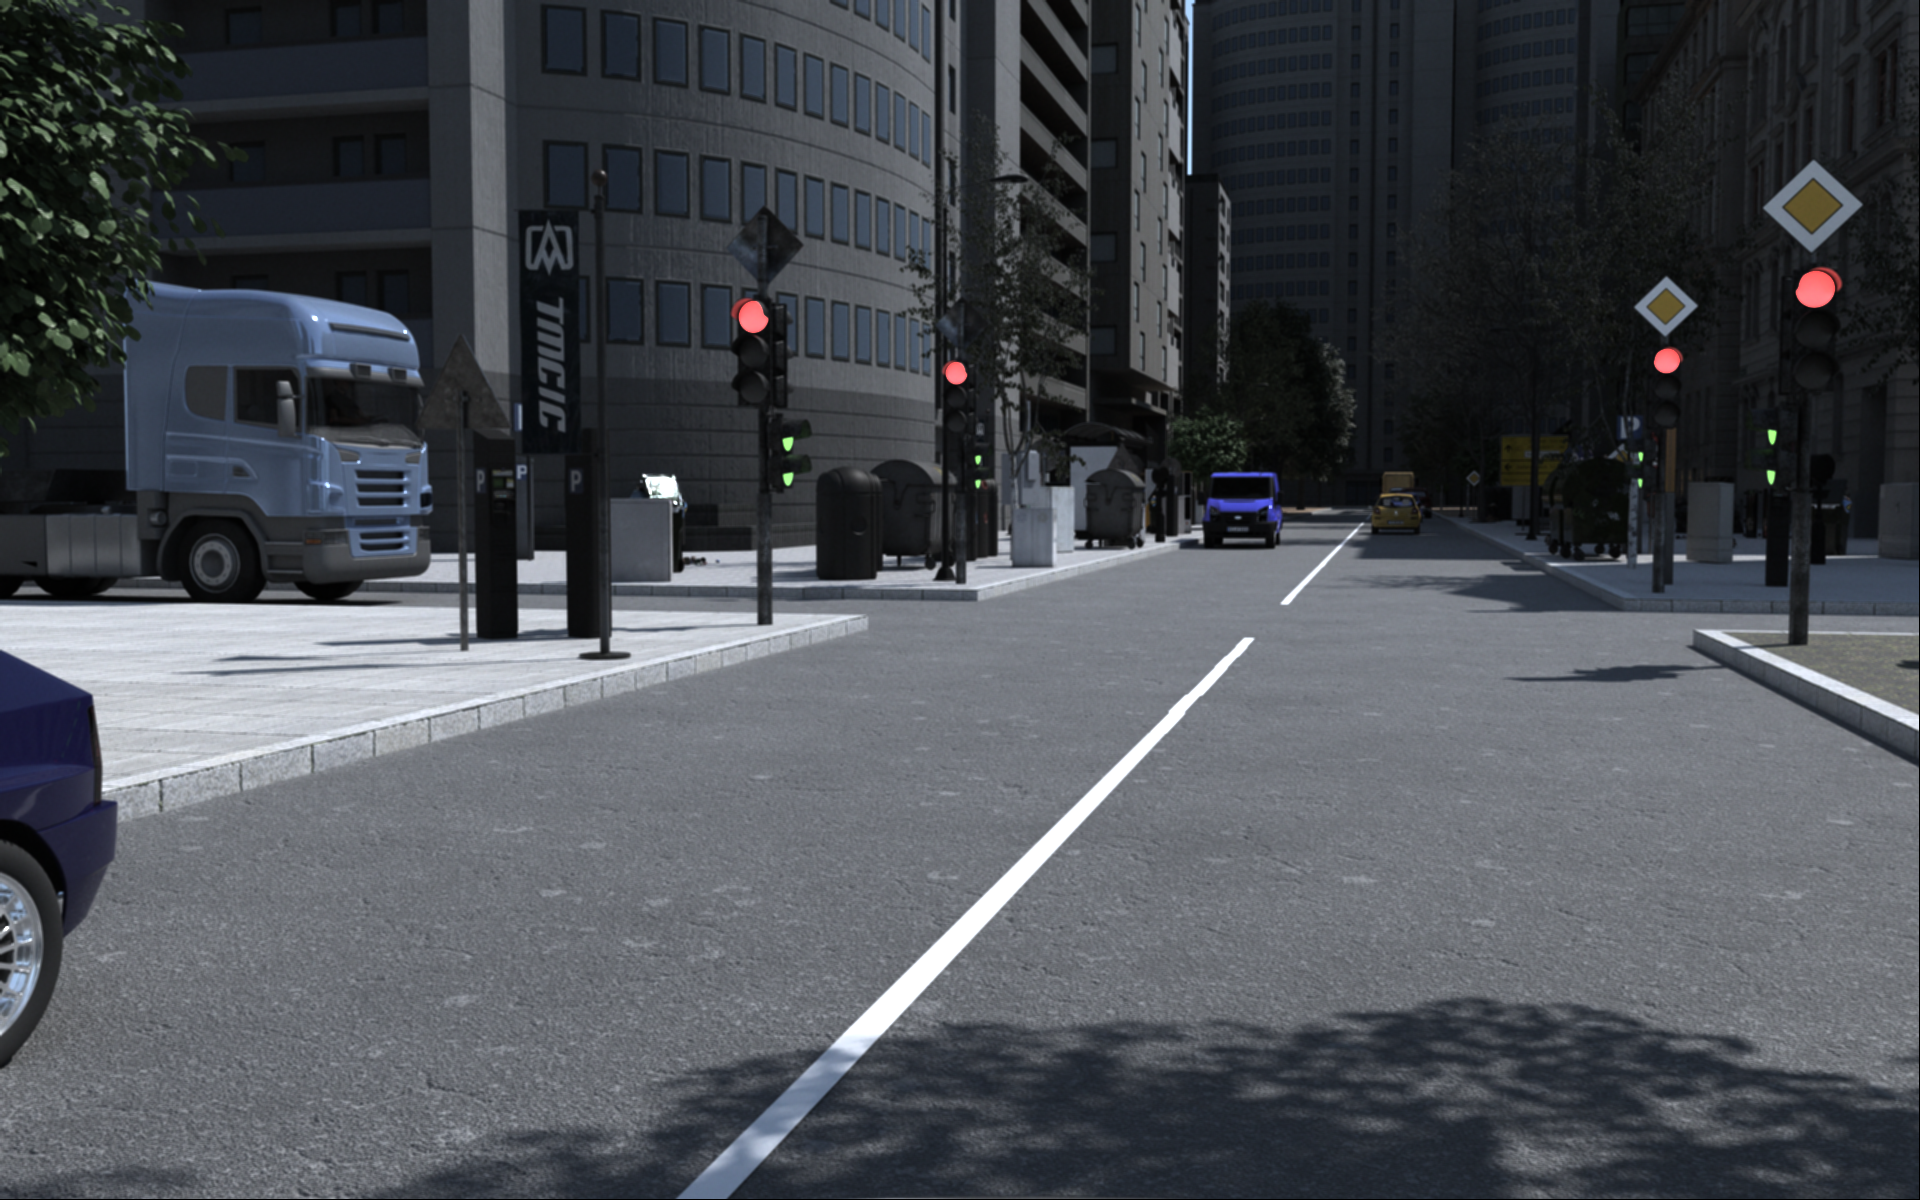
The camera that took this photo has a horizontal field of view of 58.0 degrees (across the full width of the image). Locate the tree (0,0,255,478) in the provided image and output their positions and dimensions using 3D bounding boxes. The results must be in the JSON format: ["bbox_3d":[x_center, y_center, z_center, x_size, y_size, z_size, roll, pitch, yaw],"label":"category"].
[{"bbox_3d":[-5.366,-1.525,8.653,4.285,4.588,4.351,0,3,0],"label":"tree"}]

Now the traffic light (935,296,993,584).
[{"bbox_3d":[0.030,-2.186,24.655,0.839,4.253,0.868,1,4,14],"label":"traffic light"}]

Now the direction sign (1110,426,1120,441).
[{"bbox_3d":[5.165,-4.020,57.726,0.379,3.537,0.876,-1,4,-16],"label":"direction sign"}]

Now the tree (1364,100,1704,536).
[{"bbox_3d":[17.954,-8.781,53.939,12.009,13.543,11.850,0,3,0],"label":"tree"}]

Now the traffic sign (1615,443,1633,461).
[{"bbox_3d":[14.906,-2.314,39.019,0.795,2.450,0.064,1,4,17],"label":"traffic sign"}]

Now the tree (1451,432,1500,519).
[{"bbox_3d":[26.907,-6.448,89.131,4.285,4.588,4.351,0,3,0],"label":"tree"}]

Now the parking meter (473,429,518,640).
[{"bbox_3d":[-4.127,-0.592,15.398,0.255,1.863,0.399,-3,4,-39],"label":"parking meter"}]

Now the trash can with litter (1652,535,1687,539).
[{"bbox_3d":[20.957,-2.357,49.594,2.233,1.210,1.678,1,4,20],"label":"trash can with litter"}]

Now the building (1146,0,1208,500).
[{"bbox_3d":[9.349,-42.782,137.744,20.563,71.187,20.611,1,4,14],"label":"building"}]

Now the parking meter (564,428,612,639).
[{"bbox_3d":[-3.331,-0.599,15.502,0.399,1.863,0.255,3,5,44],"label":"parking meter"}]

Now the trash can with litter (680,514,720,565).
[{"bbox_3d":[-5.237,-1.278,31.947,1.678,1.210,2.233,-1,4,-20],"label":"trash can with litter"}]

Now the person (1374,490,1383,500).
[{"bbox_3d":[34.940,-8.240,143.938,1.217,1.736,0.721,-1,4,-18],"label":"person"}]

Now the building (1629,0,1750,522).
[{"bbox_3d":[38.790,-17.268,79.587,12.463,27.353,25.104,1,4,14],"label":"building"}]

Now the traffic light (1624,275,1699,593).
[{"bbox_3d":[9.070,-2.049,22.428,0.839,4.253,0.868,1,4,14],"label":"traffic light"}]

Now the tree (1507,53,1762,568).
[{"bbox_3d":[11.669,-4.864,29.892,4.360,8.622,3.978,0,3,0],"label":"tree"}]

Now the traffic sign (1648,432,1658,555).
[{"bbox_3d":[14.607,-2.238,36.588,0.884,2.594,0.081,1,4,14],"label":"traffic sign"}]

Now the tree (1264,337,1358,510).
[{"bbox_3d":[28.018,-14.399,142.073,9.857,13.997,8.962,0,3,0],"label":"tree"}]

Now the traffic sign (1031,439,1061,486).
[{"bbox_3d":[1.932,-2.433,39.889,0.768,2.556,0.104,1,4,16],"label":"traffic sign"}]

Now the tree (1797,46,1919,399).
[{"bbox_3d":[15.726,-4.712,27.400,4.360,8.622,3.978,0,3,0],"label":"tree"}]

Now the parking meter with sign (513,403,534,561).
[{"bbox_3d":[-8.636,-2.310,34.033,0.543,3.016,1.738,-2,4,-25],"label":"parking meter with sign"}]

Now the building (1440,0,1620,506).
[{"bbox_3d":[68.152,-39.580,189.136,28.212,58.520,21.231,1,4,14],"label":"building"}]

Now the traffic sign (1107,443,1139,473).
[{"bbox_3d":[4.087,-2.680,43.829,0.884,2.594,0.081,1,4,20],"label":"traffic sign"}]

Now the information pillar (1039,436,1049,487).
[{"bbox_3d":[3.339,-4.725,68.602,0.504,3.616,0.183,3,5,40],"label":"information pillar"}]

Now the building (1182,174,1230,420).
[{"bbox_3d":[17.561,-23.747,159.972,14.107,30.474,14.160,1,4,14],"label":"building"}]

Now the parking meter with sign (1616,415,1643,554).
[{"bbox_3d":[14.576,-2.530,37.623,0.543,3.016,1.738,1,4,17],"label":"parking meter with sign"}]

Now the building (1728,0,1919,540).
[{"bbox_3d":[33.907,-16.393,55.408,14.401,28.519,23.554,1,4,14],"label":"building"}]

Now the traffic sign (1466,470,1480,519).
[{"bbox_3d":[24.619,-5.002,82.975,0.795,2.450,0.064,1,4,18],"label":"traffic sign"}]

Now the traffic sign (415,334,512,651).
[{"bbox_3d":[-4.060,-0.863,14.116,0.884,2.594,0.081,1,4,16],"label":"traffic sign"}]

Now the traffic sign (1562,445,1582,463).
[{"bbox_3d":[15.973,-2.736,44.841,0.768,2.556,0.104,1,4,19],"label":"traffic sign"}]

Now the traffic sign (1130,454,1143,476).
[{"bbox_3d":[5.485,-3.399,55.688,0.768,2.556,0.104,1,4,20],"label":"traffic sign"}]

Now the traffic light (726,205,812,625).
[{"bbox_3d":[-1.901,-1.712,16.906,0.839,4.253,0.868,1,4,14],"label":"traffic light"}]

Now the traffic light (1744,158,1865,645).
[{"bbox_3d":[7.139,-1.575,14.679,0.839,4.253,0.868,1,4,14],"label":"traffic light"}]

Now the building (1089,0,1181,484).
[{"bbox_3d":[0.044,-32.198,115.672,28.713,52.752,27.495,1,4,14],"label":"building"}]

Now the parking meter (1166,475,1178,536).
[{"bbox_3d":[6.437,-2.864,52.533,0.255,1.863,0.399,2,4,30],"label":"parking meter"}]

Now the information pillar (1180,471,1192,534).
[{"bbox_3d":[7.327,-3.166,56.263,0.304,2.012,0.304,-1,4,-16],"label":"information pillar"}]

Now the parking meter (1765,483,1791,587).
[{"bbox_3d":[11.364,-1.122,24.053,0.255,1.863,0.399,1,4,19],"label":"parking meter"}]

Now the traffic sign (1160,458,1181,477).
[{"bbox_3d":[7.328,-3.689,60.426,0.768,2.556,0.104,1,4,21],"label":"traffic sign"}]

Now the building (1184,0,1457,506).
[{"bbox_3d":[40.770,-40.043,196.707,28.212,58.520,21.231,1,4,14],"label":"building"}]

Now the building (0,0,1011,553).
[{"bbox_3d":[-11.400,-31.091,50.335,21.231,58.520,28.212,1,4,14],"label":"building"}]

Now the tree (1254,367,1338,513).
[{"bbox_3d":[21.886,-11.792,118.557,9.928,11.665,9.643,0,3,0],"label":"tree"}]

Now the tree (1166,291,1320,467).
[{"bbox_3d":[12.954,-8.869,79.422,7.601,10.594,8.767,1,4,9],"label":"tree"}]

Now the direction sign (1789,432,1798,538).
[{"bbox_3d":[24.255,-3.556,50.141,0.379,3.537,0.876,1,4,15],"label":"direction sign"}]

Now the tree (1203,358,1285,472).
[{"bbox_3d":[14.862,-8.538,89.957,4.737,8.622,4.395,0,3,0],"label":"tree"}]

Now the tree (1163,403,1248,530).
[{"bbox_3d":[8.980,-4.844,62.910,4.285,4.588,4.351,0,3,0],"label":"tree"}]

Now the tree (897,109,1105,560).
[{"bbox_3d":[0.973,-5.065,33.169,4.360,8.622,3.978,0,3,0],"label":"tree"}]

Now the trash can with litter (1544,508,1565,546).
[{"bbox_3d":[14.801,-1.937,43.057,0.624,1.170,1.055,0,4,-1],"label":"trash can with litter"}]

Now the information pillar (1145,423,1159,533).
[{"bbox_3d":[6.335,-4.035,57.323,0.504,3.616,0.183,-2,4,-27],"label":"information pillar"}]

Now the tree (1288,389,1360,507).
[{"bbox_3d":[34.552,-15.211,166.829,7.486,12.596,7.792,0,3,0],"label":"tree"}]

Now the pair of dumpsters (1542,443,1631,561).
[{"bbox_3d":[12.703,-1.978,34.840,1.574,2.255,4.437,1,4,14],"label":"pair of dumpsters"}]

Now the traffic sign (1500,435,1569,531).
[{"bbox_3d":[19.858,-4.041,59.939,2.265,3.308,0.079,1,4,14],"label":"traffic sign"}]

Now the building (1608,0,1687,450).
[{"bbox_3d":[44.719,-20.061,99.697,14.160,30.474,14.107,1,4,14],"label":"building"}]

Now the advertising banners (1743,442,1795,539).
[{"bbox_3d":[23.255,-3.277,49.768,0.090,3.025,2.074,-1,4,-12],"label":"advertising banners"}]

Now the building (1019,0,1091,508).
[{"bbox_3d":[-5.589,-28.450,88.867,21.300,48.544,21.600,1,4,14],"label":"building"}]

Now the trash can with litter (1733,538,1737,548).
[{"bbox_3d":[18.296,-1.843,41.521,0.624,1.170,1.055,0,4,-4],"label":"trash can with litter"}]
